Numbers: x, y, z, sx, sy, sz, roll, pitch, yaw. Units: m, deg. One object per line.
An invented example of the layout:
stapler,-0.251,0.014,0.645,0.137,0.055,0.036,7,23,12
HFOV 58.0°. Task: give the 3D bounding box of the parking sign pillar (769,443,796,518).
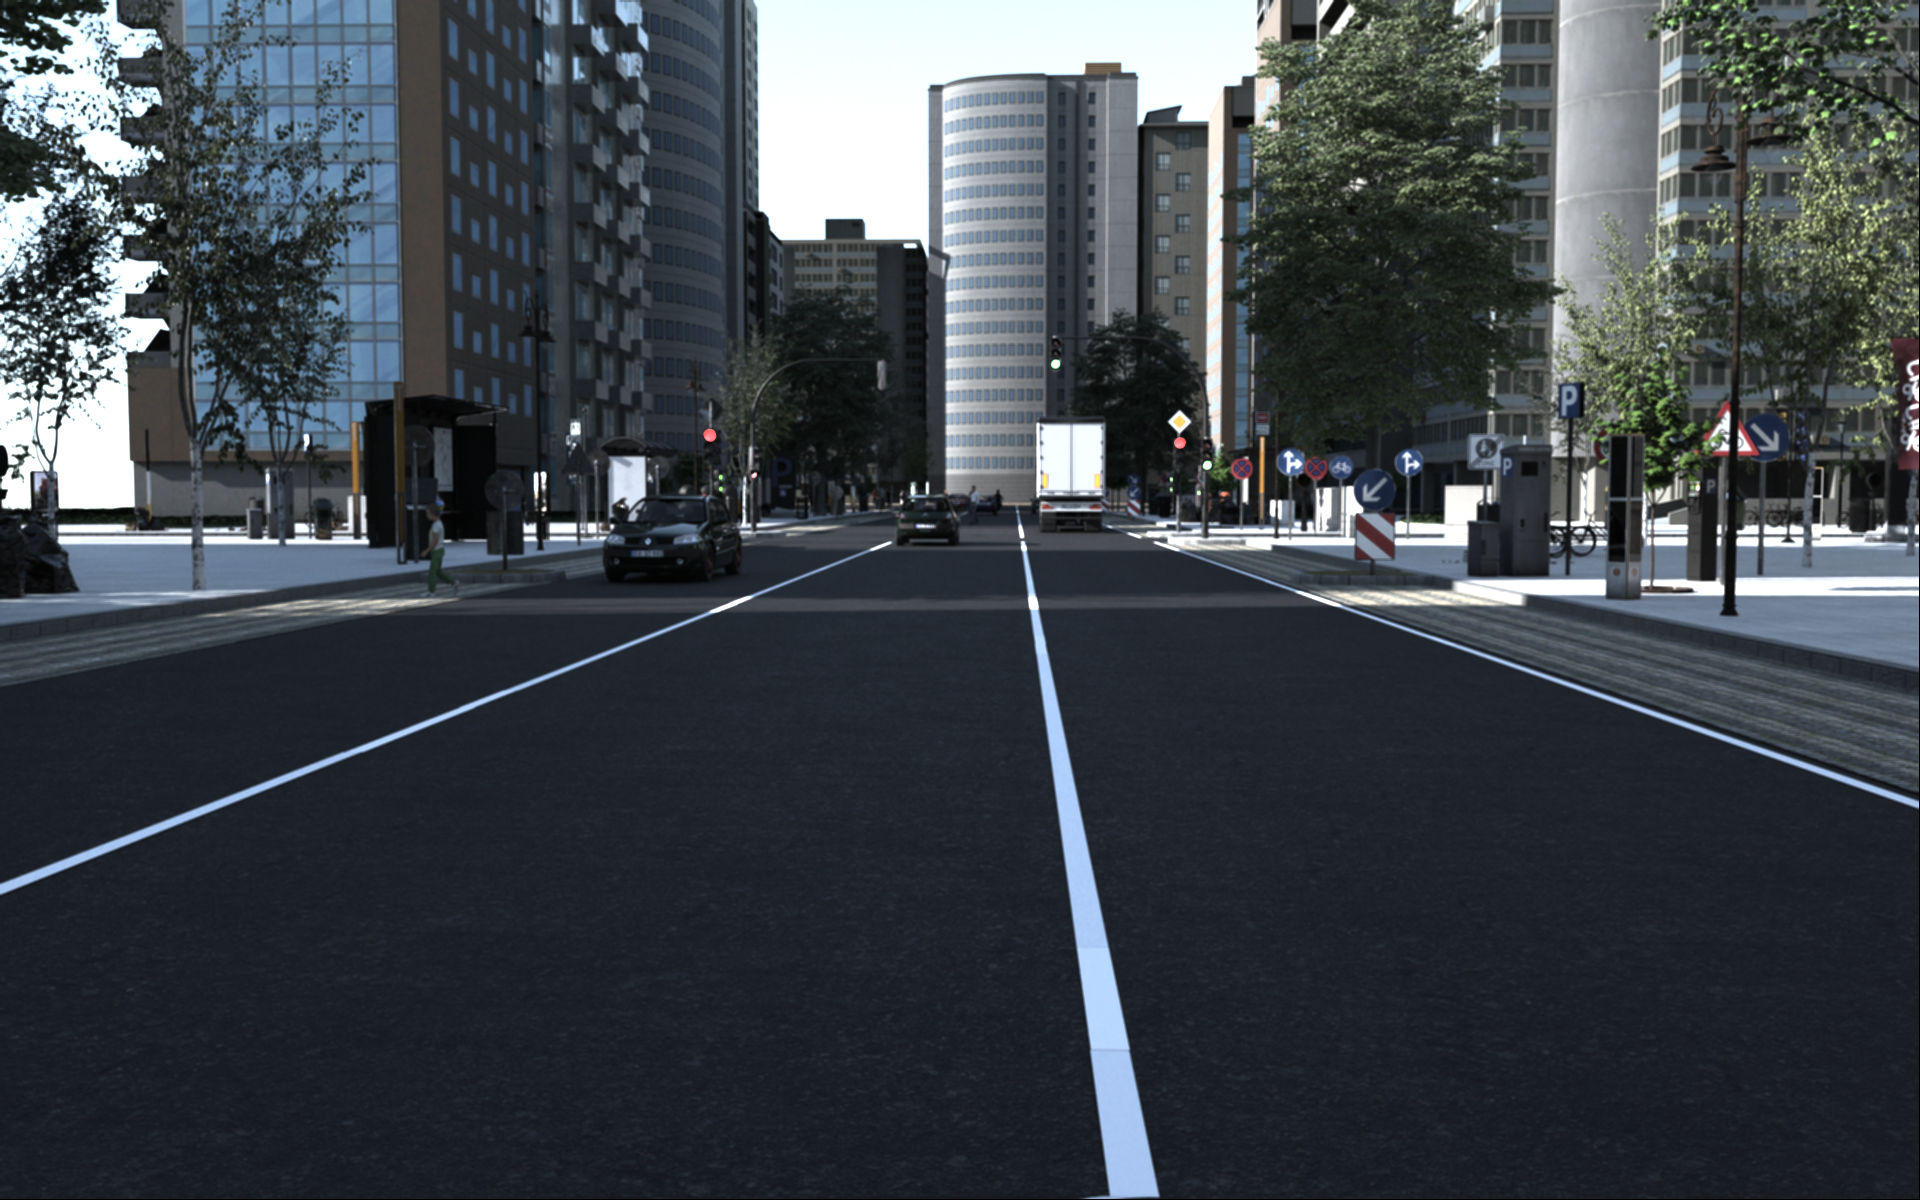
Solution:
parking sign pillar,-9.395,-6.323,91.853,1.447,3.967,1.447,0,4,-5

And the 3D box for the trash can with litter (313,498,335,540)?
trash can with litter,-17.802,-2.277,48.624,0.624,1.170,1.055,-2,4,-27

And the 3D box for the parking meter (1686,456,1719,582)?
parking meter,10.932,-1.210,25.502,0.399,1.863,0.255,-2,4,-25

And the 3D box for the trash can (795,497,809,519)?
trash can,-7.974,-4.642,87.551,0.748,1.137,0.748,0,3,0

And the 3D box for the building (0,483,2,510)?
building,-63.174,-39.445,83.170,20.611,71.187,20.563,0,4,2

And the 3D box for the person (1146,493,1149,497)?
person,21.543,-11.564,195.196,1.350,1.814,0.705,-1,4,-18

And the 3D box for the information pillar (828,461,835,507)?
information pillar,-8.054,-7.177,108.696,0.504,3.616,0.183,2,4,28

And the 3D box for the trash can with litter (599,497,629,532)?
trash can with litter,-11.851,-2.924,59.189,1.055,1.170,0.624,0,4,3

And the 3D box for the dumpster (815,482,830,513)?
dumpster,-9.185,-6.995,116.868,1.502,2.255,1.985,0,4,2

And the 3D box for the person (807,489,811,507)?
person,-15.045,-10.197,173.207,0.568,1.767,0.683,-3,4,-38

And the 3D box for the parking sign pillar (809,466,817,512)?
parking sign pillar,-9.838,-8.122,121.264,1.447,3.967,1.447,2,4,33

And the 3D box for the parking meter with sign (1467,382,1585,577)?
parking meter with sign,8.819,-1.885,27.075,1.738,3.016,0.543,-1,4,-16

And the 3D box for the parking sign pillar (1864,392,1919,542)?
parking sign pillar,25.141,-3.549,46.503,1.447,3.967,1.447,1,4,23

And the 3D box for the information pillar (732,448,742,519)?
information pillar,-11.341,-5.927,88.258,0.504,3.616,0.183,1,4,8

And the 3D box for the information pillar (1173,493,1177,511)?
information pillar,16.478,-7.845,132.749,0.304,2.012,0.304,0,4,-4

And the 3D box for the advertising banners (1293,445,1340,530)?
advertising banners,12.934,-4.028,62.041,2.074,3.025,0.090,0,4,-1

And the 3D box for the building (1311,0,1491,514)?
building,36.797,-30.256,118.383,21.300,48.544,21.600,0,4,2

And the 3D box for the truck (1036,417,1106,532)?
truck,4.342,-4.857,68.332,2.839,4.237,11.283,0,4,3

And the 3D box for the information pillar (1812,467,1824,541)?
information pillar,23.606,-2.646,47.758,0.304,2.012,0.304,1,4,22

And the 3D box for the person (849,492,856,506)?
person,-11.192,-10.793,182.476,0.705,1.831,1.348,-3,4,-36

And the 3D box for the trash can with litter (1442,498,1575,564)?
trash can with litter,10.312,-1.307,32.420,2.233,1.210,1.678,2,4,30

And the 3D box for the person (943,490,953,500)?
person,-1.103,-7.876,137.787,1.217,1.766,0.721,-2,4,-29

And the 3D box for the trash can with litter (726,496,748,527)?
trash can with litter,-9.274,-3.549,69.090,1.678,1.210,2.233,-1,4,-15

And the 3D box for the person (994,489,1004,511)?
person,3.300,-8.584,148.806,0.705,1.831,1.348,-3,5,-40

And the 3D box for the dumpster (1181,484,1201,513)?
dumpster,14.052,-6.063,104.893,1.264,1.857,1.865,0,4,2

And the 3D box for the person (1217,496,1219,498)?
person,26.395,-10.290,174.964,0.721,1.739,1.217,-2,4,-25

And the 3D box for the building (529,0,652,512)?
building,-32.656,-30.056,111.018,23.786,49.044,30.456,0,4,2

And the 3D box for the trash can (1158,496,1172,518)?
trash can,11.039,-5.003,93.448,0.748,1.137,0.748,0,3,0

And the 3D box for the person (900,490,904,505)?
person,-6.817,-12.146,205.299,0.621,1.740,0.551,2,4,35

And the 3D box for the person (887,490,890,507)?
person,-7.187,-10.361,176.184,0.721,1.736,1.217,0,4,-1

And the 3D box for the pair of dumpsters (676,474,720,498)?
pair of dumpsters,-12.316,-4.857,81.905,1.574,2.255,4.437,0,4,2

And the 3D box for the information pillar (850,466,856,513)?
information pillar,-7.334,-7.788,118.693,0.183,3.616,0.504,2,4,30

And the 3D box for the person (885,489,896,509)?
person,-6.234,-8.913,152.592,1.217,1.723,0.721,-1,4,-23

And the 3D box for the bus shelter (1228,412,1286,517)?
bus shelter,13.975,-6.391,82.129,2.179,5.291,8.768,0,4,2

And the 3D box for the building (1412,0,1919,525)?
building,36.571,-24.090,85.751,23.993,40.220,32.217,0,4,2

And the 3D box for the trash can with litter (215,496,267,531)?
trash can with litter,-24.816,-3.017,60.383,2.233,1.210,1.678,1,4,9

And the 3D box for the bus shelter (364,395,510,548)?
bus shelter,-13.177,-3.228,44.060,1.731,3.624,6.357,0,4,2

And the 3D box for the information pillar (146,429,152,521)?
information pillar,-29.349,-4.361,62.652,0.183,3.616,0.504,-1,4,-21

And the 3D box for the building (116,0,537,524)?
building,-28.740,-26.337,80.722,14.600,45.320,14.200,0,4,2

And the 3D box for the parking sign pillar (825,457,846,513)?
parking sign pillar,-8.538,-7.964,118.679,1.447,3.967,1.447,0,4,-4

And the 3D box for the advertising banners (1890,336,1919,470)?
advertising banners,11.354,-1.405,19.154,2.074,3.025,0.090,1,4,11

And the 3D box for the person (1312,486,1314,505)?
person,19.905,-5.493,96.528,0.598,1.740,0.731,1,4,15

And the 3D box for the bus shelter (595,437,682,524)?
bus shelter,-11.768,-4.281,63.921,2.014,3.302,5.546,0,4,2

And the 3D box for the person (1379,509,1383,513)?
person,11.041,-2.461,46.119,0.661,1.843,0.795,2,4,32

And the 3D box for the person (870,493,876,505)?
person,-10.275,-12.385,208.470,1.348,1.831,0.705,-2,4,-33

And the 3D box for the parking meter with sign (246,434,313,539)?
parking meter with sign,-19.487,-3.262,49.590,1.738,3.016,0.543,-2,4,-35

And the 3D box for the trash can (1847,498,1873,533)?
trash can,29.773,-2.793,57.326,0.748,1.137,0.748,0,3,0

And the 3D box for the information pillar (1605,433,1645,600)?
information pillar,8.103,-1.016,21.100,0.304,2.012,0.304,-2,4,-35
